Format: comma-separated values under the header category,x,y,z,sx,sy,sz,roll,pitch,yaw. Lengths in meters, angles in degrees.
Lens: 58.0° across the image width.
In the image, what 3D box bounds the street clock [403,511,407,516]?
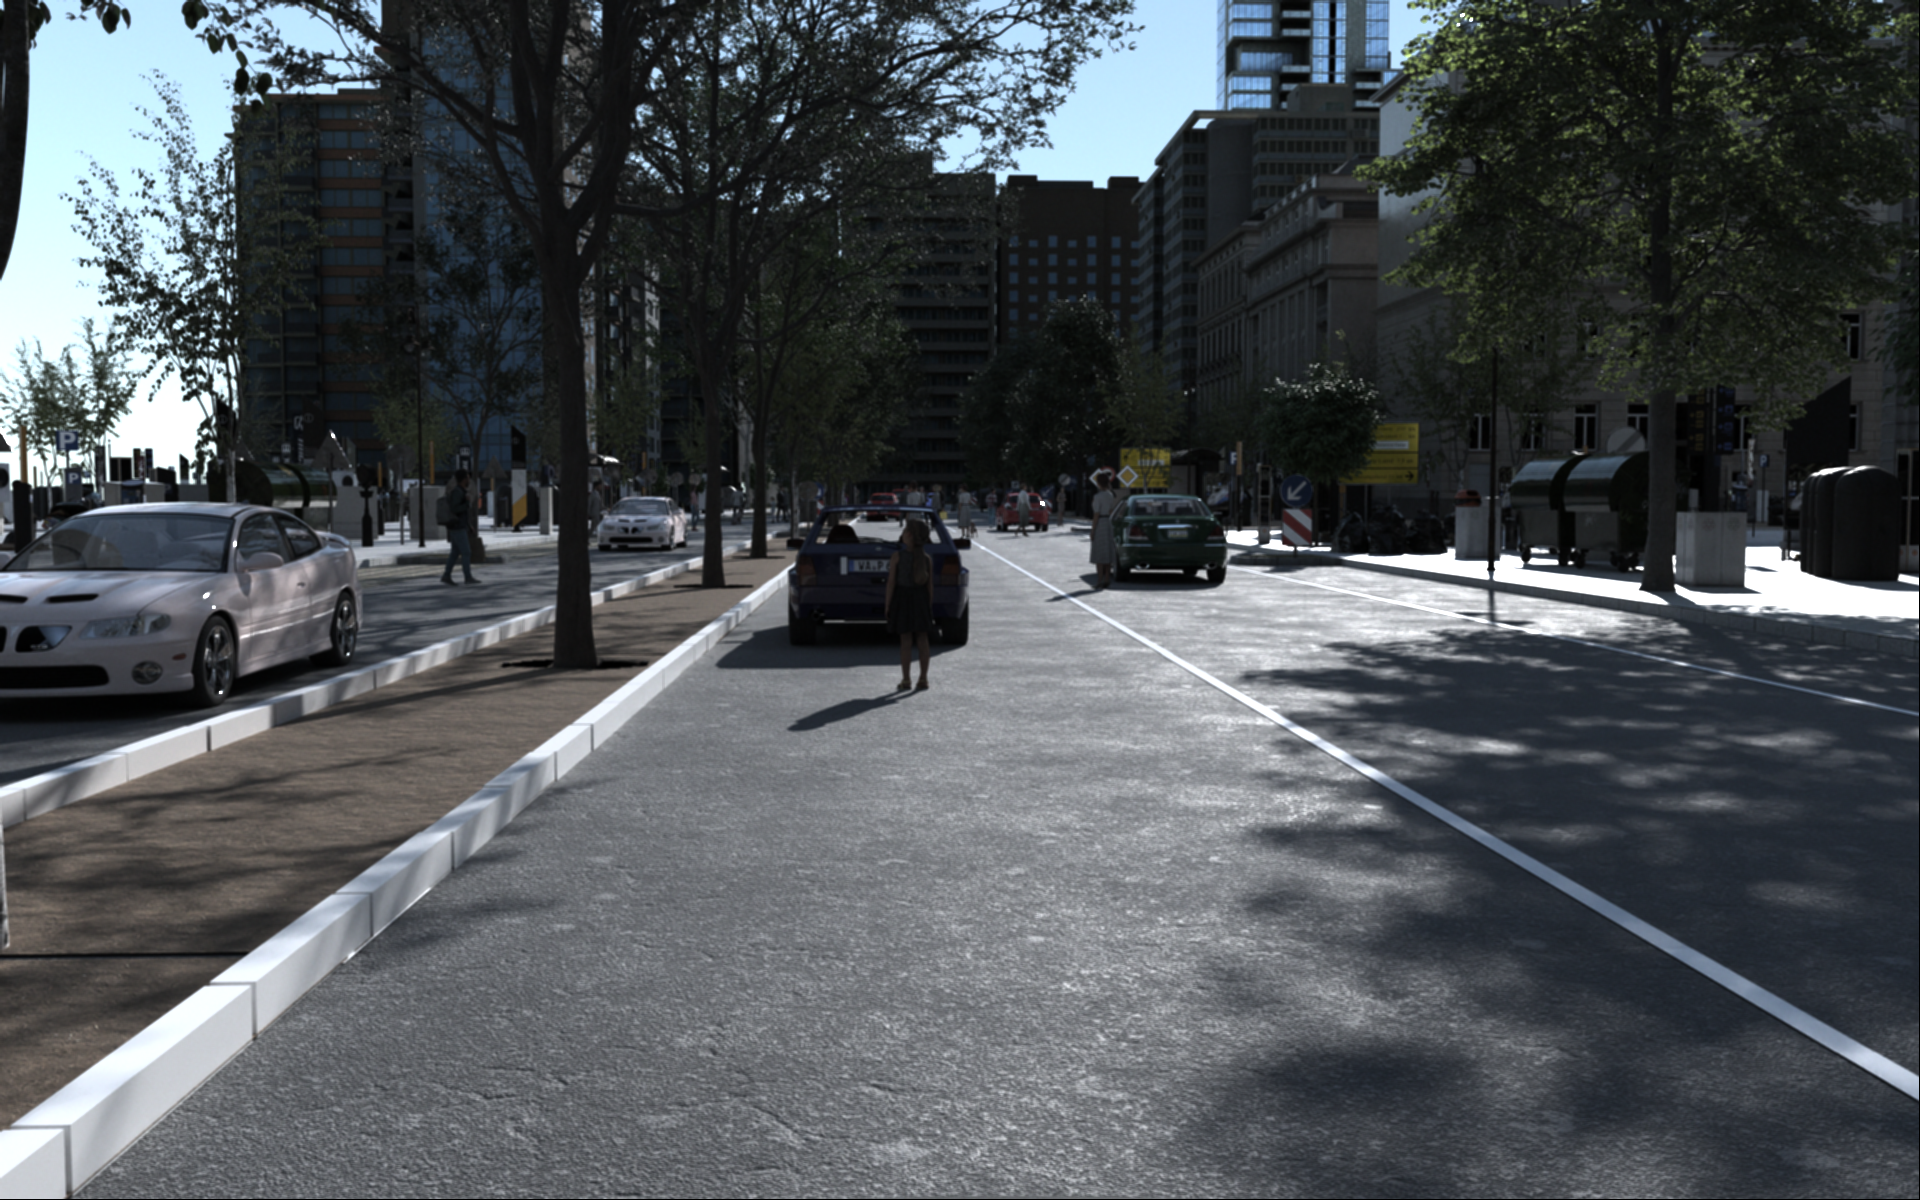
category,x,y,z,sx,sy,sz,roll,pitch,yaw
street clock,-32.475,-5.911,101.209,0.358,2.002,0.471,-3,5,-41

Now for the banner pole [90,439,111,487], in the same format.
category,x,y,z,sx,sy,sz,roll,pitch,yaw
banner pole,-38.990,-5.440,78.964,0.863,3.779,0.401,-2,4,-27

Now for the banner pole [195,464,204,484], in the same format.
category,x,y,z,sx,sy,sz,roll,pitch,yaw
banner pole,-54.207,-8.174,123.659,0.401,3.779,0.863,2,4,29

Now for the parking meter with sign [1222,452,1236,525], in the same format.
category,x,y,z,sx,sy,sz,roll,pitch,yaw
parking meter with sign,10.987,-4.626,71.894,0.543,3.016,1.738,-1,4,-20

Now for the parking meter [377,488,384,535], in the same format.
category,x,y,z,sx,sy,sz,roll,pitch,yaw
parking meter,-18.123,-2.782,53.904,0.372,1.533,0.369,0,3,0

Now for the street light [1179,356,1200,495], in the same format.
category,x,y,z,sx,sy,sz,roll,pitch,yaw
street light,7.683,-5.214,58.044,0.468,5.910,1.993,0,4,-2

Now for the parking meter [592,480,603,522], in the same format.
category,x,y,z,sx,sy,sz,roll,pitch,yaw
parking meter,-14.730,-3.959,70.434,0.399,1.863,0.255,1,4,10

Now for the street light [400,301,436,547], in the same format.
category,x,y,z,sx,sy,sz,roll,pitch,yaw
street light,-13.014,-4.216,41.721,0.468,5.910,1.993,0,4,-2

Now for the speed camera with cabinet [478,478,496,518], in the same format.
category,x,y,z,sx,sy,sz,roll,pitch,yaw
speed camera with cabinet,-25.904,-6.139,94.716,2.038,3.252,0.660,-1,4,-16

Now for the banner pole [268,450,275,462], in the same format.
category,x,y,z,sx,sy,sz,roll,pitch,yaw
banner pole,-38.995,-6.631,98.438,0.863,3.779,0.401,0,4,6

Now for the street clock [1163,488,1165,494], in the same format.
category,x,y,z,sx,sy,sz,roll,pitch,yaw
street clock,10.296,-5.024,86.719,0.358,2.002,0.471,1,4,16

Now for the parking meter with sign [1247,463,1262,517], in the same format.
category,x,y,z,sx,sy,sz,roll,pitch,yaw
parking meter with sign,16.160,-6.211,97.813,0.543,3.016,1.738,-3,5,-41

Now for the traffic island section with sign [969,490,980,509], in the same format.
category,x,y,z,sx,sy,sz,roll,pitch,yaw
traffic island section with sign,1.208,-9.753,168.090,1.989,1.847,2.006,0,4,-2

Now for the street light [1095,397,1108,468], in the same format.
category,x,y,z,sx,sy,sz,roll,pitch,yaw
street light,6.672,-6.654,81.587,0.468,5.910,1.993,0,4,-2

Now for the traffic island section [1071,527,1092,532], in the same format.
category,x,y,z,sx,sy,sz,roll,pitch,yaw
traffic island section,5.335,-2.700,66.419,2.009,0.180,2.903,0,4,-2

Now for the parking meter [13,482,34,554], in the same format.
category,x,y,z,sx,sy,sz,roll,pitch,yaw
parking meter,-20.232,-1.774,37.414,0.372,1.533,0.369,0,3,0

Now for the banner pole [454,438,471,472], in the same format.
category,x,y,z,sx,sy,sz,roll,pitch,yaw
banner pole,-22.258,-5.344,77.395,0.863,3.779,0.401,-1,4,-17

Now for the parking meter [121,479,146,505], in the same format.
category,x,y,z,sx,sy,sz,roll,pitch,yaw
parking meter,-13.673,-1.239,28.677,0.372,1.533,0.369,0,3,0

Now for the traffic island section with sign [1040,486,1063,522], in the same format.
category,x,y,z,sx,sy,sz,roll,pitch,yaw
traffic island section with sign,4.348,-5.038,90.998,1.989,1.847,2.006,0,4,-2

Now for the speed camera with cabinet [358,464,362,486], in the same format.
category,x,y,z,sx,sy,sz,roll,pitch,yaw
speed camera with cabinet,-39.992,-7.267,113.146,2.038,3.252,0.660,-1,4,-16

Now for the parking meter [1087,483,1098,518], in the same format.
category,x,y,z,sx,sy,sz,roll,pitch,yaw
parking meter,6.822,-5.052,88.310,0.399,1.863,0.255,0,4,7

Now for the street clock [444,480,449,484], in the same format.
category,x,y,z,sx,sy,sz,roll,pitch,yaw
street clock,-26.859,-5.264,90.644,0.358,2.002,0.471,-1,4,-19

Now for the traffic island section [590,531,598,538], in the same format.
category,x,y,z,sx,sy,sz,roll,pitch,yaw
traffic island section,-11.619,-2.169,57.747,2.009,0.180,2.903,0,4,-2

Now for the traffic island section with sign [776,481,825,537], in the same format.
category,x,y,z,sx,sy,sz,roll,pitch,yaw
traffic island section with sign,-5.137,-3.065,58.243,2.006,1.907,1.989,0,4,-2

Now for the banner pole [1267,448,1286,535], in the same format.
category,x,y,z,sx,sy,sz,roll,pitch,yaw
banner pole,9.810,-3.910,53.951,0.863,3.779,0.401,0,4,-5

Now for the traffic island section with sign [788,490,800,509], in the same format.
category,x,y,z,sx,sy,sz,roll,pitch,yaw
traffic island section with sign,-15.756,-9.732,167.740,1.989,1.847,2.006,0,4,-2

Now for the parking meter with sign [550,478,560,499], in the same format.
category,x,y,z,sx,sy,sz,roll,pitch,yaw
parking meter with sign,-19.584,-5.382,84.263,1.738,3.016,0.543,-2,4,-30

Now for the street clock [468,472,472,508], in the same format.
category,x,y,z,sx,sy,sz,roll,pitch,yaw
street clock,-16.015,-3.171,56.414,0.358,2.002,0.471,2,4,35

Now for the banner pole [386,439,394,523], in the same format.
category,x,y,z,sx,sy,sz,roll,pitch,yaw
banner pole,-25.645,-5.378,77.947,0.401,3.779,0.863,-3,5,-40

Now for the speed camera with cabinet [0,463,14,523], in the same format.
category,x,y,z,sx,sy,sz,roll,pitch,yaw
speed camera with cabinet,-41.978,-5.004,76.158,0.660,3.252,2.038,0,4,7

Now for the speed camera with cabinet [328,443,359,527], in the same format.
category,x,y,z,sx,sy,sz,roll,pitch,yaw
speed camera with cabinet,-24.406,-4.445,67.015,0.660,3.252,2.038,2,4,25

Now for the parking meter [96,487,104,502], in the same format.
category,x,y,z,sx,sy,sz,roll,pitch,yaw
parking meter,-45.552,-5.259,91.702,0.255,1.863,0.399,-1,4,-17

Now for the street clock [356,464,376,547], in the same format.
category,x,y,z,sx,sy,sz,roll,pitch,yaw
street clock,-14.414,-2.294,42.081,0.471,2.002,0.358,2,4,34

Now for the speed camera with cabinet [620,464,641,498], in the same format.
category,x,y,z,sx,sy,sz,roll,pitch,yaw
speed camera with cabinet,-21.578,-7.289,113.511,0.660,3.252,2.038,1,4,16

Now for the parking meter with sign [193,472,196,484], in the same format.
category,x,y,z,sx,sy,sz,roll,pitch,yaw
parking meter with sign,-60.433,-8.712,138.701,1.738,3.016,0.543,0,4,-2

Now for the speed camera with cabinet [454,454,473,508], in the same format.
category,x,y,z,sx,sy,sz,roll,pitch,yaw
speed camera with cabinet,-25.057,-5.572,85.441,0.660,3.252,2.038,2,4,25

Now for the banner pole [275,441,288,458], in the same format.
category,x,y,z,sx,sy,sz,roll,pitch,yaw
banner pole,-28.043,-5.046,72.518,0.401,3.779,0.863,2,4,34

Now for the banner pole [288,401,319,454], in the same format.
category,x,y,z,sx,sy,sz,roll,pitch,yaw
banner pole,-17.475,-3.455,46.508,0.863,3.779,0.401,-2,4,-27

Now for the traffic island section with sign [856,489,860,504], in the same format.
category,x,y,z,sx,sy,sz,roll,pitch,yaw
traffic island section with sign,-8.484,-8.109,140.721,2.006,1.907,1.989,0,4,-2

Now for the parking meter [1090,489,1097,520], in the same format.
category,x,y,z,sx,sy,sz,roll,pitch,yaw
parking meter,6.598,-4.723,85.633,0.372,1.533,0.369,0,3,0

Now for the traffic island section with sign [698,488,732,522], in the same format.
category,x,y,z,sx,sy,sz,roll,pitch,yaw
traffic island section with sign,-12.626,-5.012,90.571,1.989,1.847,2.006,0,4,-2

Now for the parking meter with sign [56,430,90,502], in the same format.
category,x,y,z,sx,sy,sz,roll,pitch,yaw
parking meter with sign,-23.996,-3.090,46.779,0.543,3.016,1.738,-2,4,-32

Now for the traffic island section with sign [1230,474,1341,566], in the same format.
category,x,y,z,sx,sy,sz,roll,pitch,yaw
traffic island section with sign,6.605,-1.641,35.453,1.989,1.847,2.006,0,4,-2

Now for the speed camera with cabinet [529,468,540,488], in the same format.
category,x,y,z,sx,sy,sz,roll,pitch,yaw
speed camera with cabinet,-32.786,-8.412,131.874,0.660,3.252,2.038,1,4,20

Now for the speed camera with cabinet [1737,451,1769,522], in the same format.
category,x,y,z,sx,sy,sz,roll,pitch,yaw
speed camera with cabinet,36.325,-5.201,79.366,0.660,3.252,2.038,0,4,-1

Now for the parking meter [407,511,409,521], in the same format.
category,x,y,z,sx,sy,sz,roll,pitch,yaw
parking meter,-26.268,-4.714,82.787,0.255,1.863,0.399,-2,4,-26

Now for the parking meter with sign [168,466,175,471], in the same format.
category,x,y,z,sx,sy,sz,roll,pitch,yaw
parking meter with sign,-50.307,-6.887,108.864,1.738,3.016,0.543,0,4,6

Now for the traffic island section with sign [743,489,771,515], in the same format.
category,x,y,z,sx,sy,sz,roll,pitch,yaw
traffic island section with sign,-13.727,-6.673,117.724,1.989,1.847,2.006,0,4,-2

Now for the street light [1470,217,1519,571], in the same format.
category,x,y,z,sx,sy,sz,roll,pitch,yaw
street light,8.882,-3.425,28.786,0.468,5.910,1.993,0,4,-2

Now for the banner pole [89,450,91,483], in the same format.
category,x,y,z,sx,sy,sz,roll,pitch,yaw
banner pole,-41.702,-5.695,83.136,0.401,3.779,0.863,-2,4,-31

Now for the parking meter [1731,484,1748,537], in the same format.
category,x,y,z,sx,sy,sz,roll,pitch,yaw
parking meter,19.877,-2.188,44.181,0.372,1.533,0.369,0,3,0

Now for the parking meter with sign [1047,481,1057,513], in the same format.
category,x,y,z,sx,sy,sz,roll,pitch,yaw
parking meter with sign,6.147,-7.406,117.343,0.543,3.016,1.738,-1,4,-13

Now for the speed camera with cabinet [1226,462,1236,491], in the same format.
category,x,y,z,sx,sy,sz,roll,pitch,yaw
speed camera with cabinet,17.339,-7.249,112.850,0.660,3.252,2.038,1,4,19

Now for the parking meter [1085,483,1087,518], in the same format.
category,x,y,z,sx,sy,sz,roll,pitch,yaw
parking meter,6.822,-5.300,92.366,0.255,1.863,0.399,-1,4,-13

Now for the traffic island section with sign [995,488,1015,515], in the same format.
category,x,y,z,sx,sy,sz,roll,pitch,yaw
traffic island section with sign,3.242,-6.691,118.018,1.989,1.847,2.006,0,4,-2

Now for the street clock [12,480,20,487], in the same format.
category,x,y,z,sx,sy,sz,roll,pitch,yaw
street clock,-48.386,-5.161,88.949,0.471,2.002,0.358,-3,5,-40

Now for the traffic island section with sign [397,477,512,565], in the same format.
category,x,y,z,sx,sy,sz,roll,pitch,yaw
traffic island section with sign,-10.408,-1.668,35.894,1.989,1.847,2.006,0,4,-2
